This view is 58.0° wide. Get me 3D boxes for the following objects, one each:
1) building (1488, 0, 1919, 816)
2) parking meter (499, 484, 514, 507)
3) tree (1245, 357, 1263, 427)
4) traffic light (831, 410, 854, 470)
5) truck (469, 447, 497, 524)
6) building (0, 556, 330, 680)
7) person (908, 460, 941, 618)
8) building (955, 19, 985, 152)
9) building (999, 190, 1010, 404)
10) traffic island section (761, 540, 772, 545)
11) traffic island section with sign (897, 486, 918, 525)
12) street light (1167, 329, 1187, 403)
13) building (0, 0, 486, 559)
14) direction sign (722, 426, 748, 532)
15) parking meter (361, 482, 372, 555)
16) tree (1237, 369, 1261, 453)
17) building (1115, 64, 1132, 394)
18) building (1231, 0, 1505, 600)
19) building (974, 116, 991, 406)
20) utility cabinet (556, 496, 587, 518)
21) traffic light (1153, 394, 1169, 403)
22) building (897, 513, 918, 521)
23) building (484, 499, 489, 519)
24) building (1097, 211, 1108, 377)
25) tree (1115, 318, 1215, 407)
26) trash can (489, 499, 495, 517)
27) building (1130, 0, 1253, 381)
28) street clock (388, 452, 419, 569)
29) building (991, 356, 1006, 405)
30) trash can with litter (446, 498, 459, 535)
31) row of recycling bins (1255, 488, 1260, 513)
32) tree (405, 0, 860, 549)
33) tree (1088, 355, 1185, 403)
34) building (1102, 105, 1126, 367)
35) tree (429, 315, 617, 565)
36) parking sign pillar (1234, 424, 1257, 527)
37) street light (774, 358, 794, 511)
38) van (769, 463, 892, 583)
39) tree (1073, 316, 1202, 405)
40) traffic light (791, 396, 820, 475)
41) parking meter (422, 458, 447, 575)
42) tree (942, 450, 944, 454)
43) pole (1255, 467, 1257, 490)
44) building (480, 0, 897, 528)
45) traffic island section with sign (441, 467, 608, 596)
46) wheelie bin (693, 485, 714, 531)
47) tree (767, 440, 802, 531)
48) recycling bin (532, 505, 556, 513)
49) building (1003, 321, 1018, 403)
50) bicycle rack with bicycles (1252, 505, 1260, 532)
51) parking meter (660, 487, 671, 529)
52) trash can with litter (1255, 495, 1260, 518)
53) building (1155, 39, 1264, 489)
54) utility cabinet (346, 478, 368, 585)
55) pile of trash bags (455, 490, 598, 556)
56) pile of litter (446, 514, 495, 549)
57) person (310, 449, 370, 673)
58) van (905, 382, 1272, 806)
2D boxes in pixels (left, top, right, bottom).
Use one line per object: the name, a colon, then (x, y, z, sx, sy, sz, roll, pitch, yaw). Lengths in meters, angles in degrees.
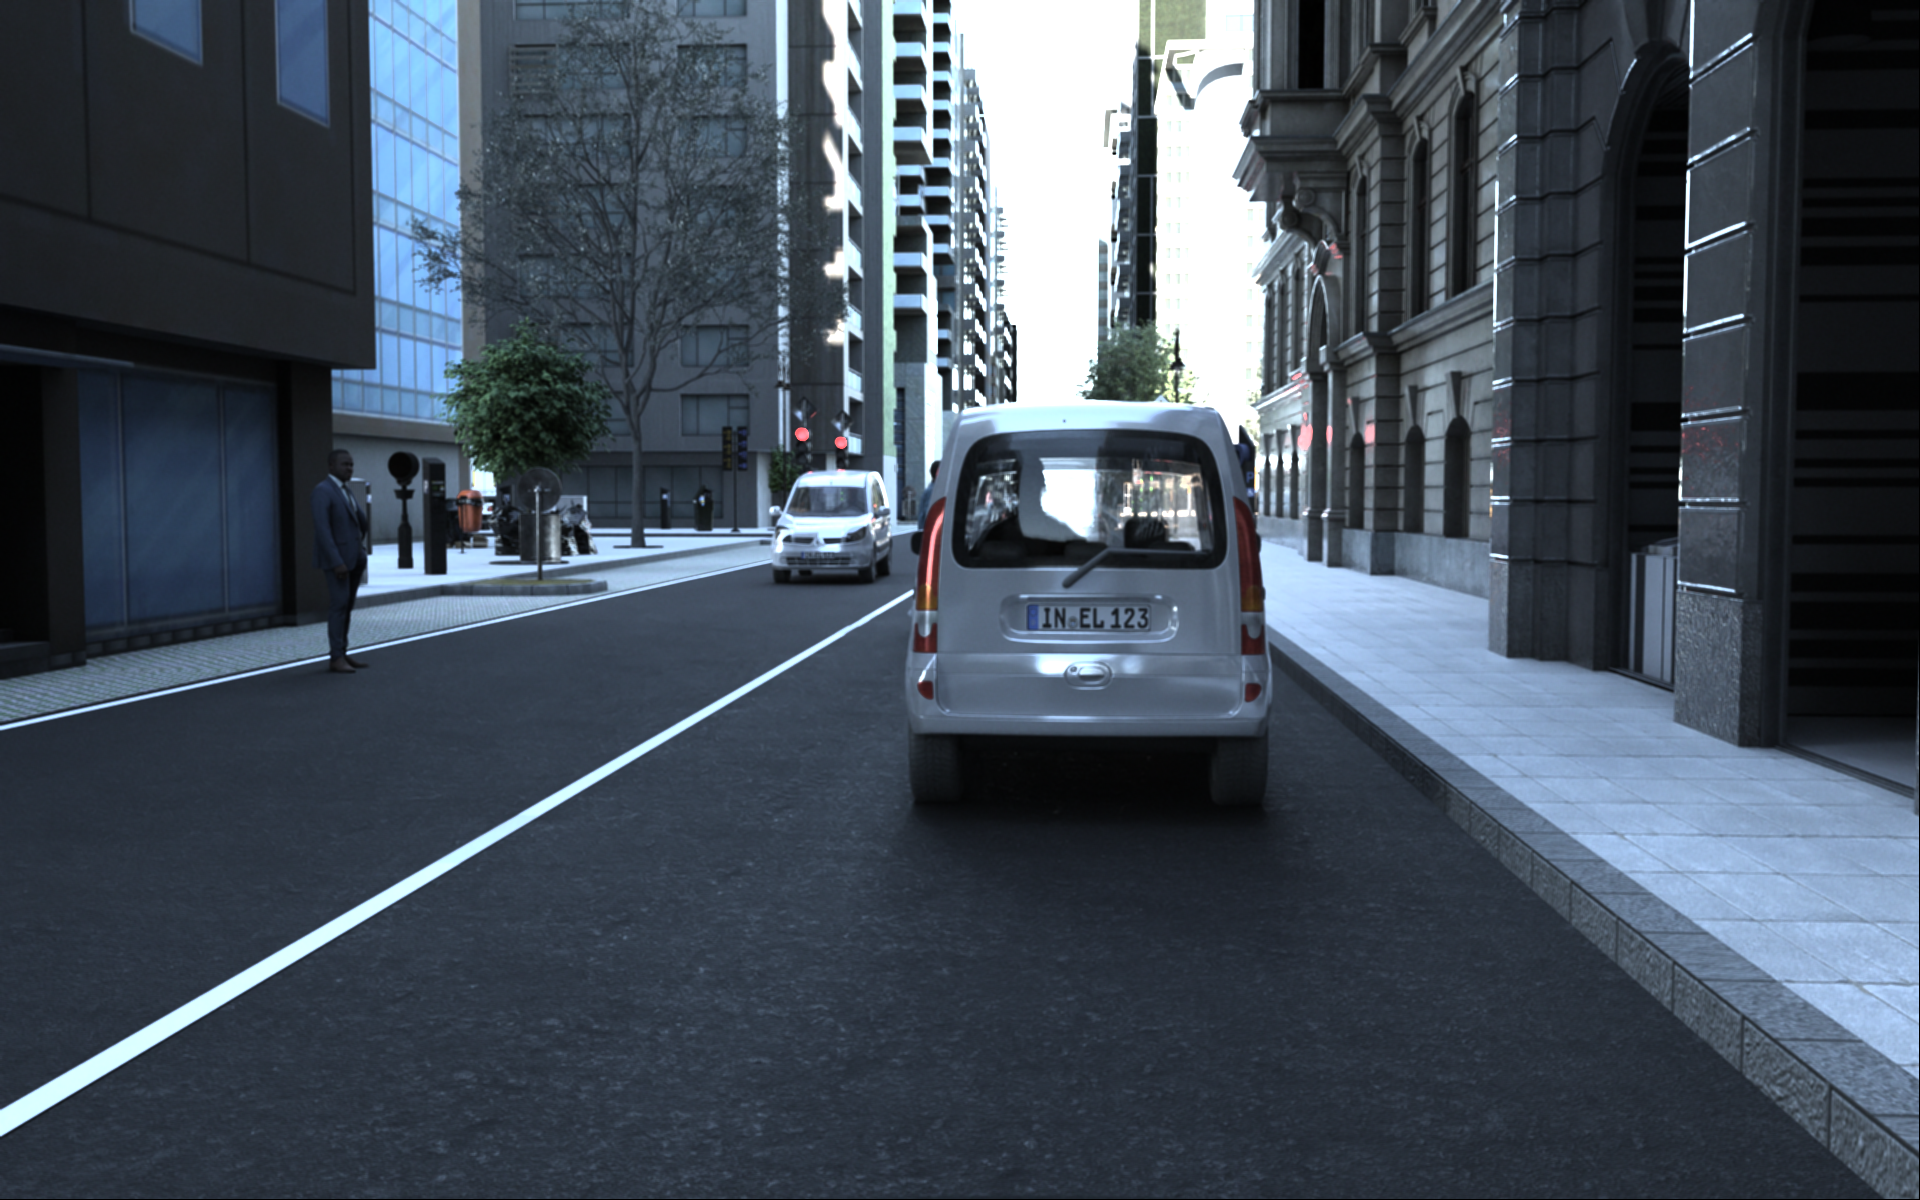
building: (9.373, -9.775, 1.628, 13.314, 21.916, 24.055, 0, 4, 4)
parking meter: (-11.701, -2.221, 44.731, 0.372, 1.533, 0.369, 0, 3, 0)
tree: (17.097, -8.385, 87.463, 4.737, 8.622, 4.395, 0, 3, 0)
traffic light: (-3.888, -4.199, 57.573, 0.839, 4.253, 0.868, 0, 4, 4)
truck: (-20.416, -3.999, 54.294, 11.283, 4.237, 2.839, 0, 4, 3)
building: (-14.041, -22.132, 11.961, 14.600, 45.320, 14.200, 0, 4, 4)
person: (-0.324, -0.572, 18.199, 0.444, 1.785, 0.601, 0, 4, 2)
building: (-8.916, -34.240, 179.440, 23.786, 49.044, 30.456, 0, 4, 4)
building: (-3.865, -39.225, 260.932, 23.786, 49.044, 30.456, 0, 4, 4)
traffic island section: (-4.484, -1.680, 49.745, 2.009, 0.180, 2.903, 0, 4, 4)
traffic island section with sign: (-2.334, -4.400, 80.560, 1.989, 1.847, 2.006, 0, 4, 4)
street light: (6.059, -4.632, 48.527, 0.468, 5.910, 1.993, 0, 4, 4)
building: (-21.273, -24.006, 42.616, 14.200, 45.320, 14.600, 0, 4, 4)
direction sign: (-7.546, -4.045, 58.132, 0.876, 3.537, 0.379, 1, 4, 13)
parking meter: (-12.585, -1.716, 36.463, 0.372, 1.533, 0.369, 0, 3, 0)
tree: (18.142, -9.260, 101.757, 4.360, 8.622, 3.978, 0, 3, 0)
building: (28.411, -34.926, 190.640, 23.786, 49.044, 30.456, 0, 4, 4)
building: (12.310, -12.946, 30.745, 14.460, 24.649, 34.723, 0, 4, 4)
building: (-3.616, -33.726, 201.525, 14.600, 45.320, 14.200, 0, 4, 4)
utility cabinet: (-13.151, -2.902, 58.601, 1.020, 1.237, 0.306, 1, 4, 13)
traffic light: (5.643, -3.670, 48.921, 0.839, 4.253, 0.868, 0, 4, 4)
building: (-11.773, -48.081, 98.799, 22.319, 86.520, 31.000, 0, 4, 4)
building: (-34.873, -25.365, 69.337, 28.867, 44.769, 22.147, 0, 4, 4)
building: (26.875, -34.729, 251.407, 14.154, 41.232, 14.086, 0, 4, 4)
tree: (8.378, -7.457, 72.277, 4.737, 8.622, 4.395, 0, 3, 0)
trash can: (-22.638, -4.415, 83.831, 0.748, 1.137, 0.748, 0, 3, 0)
building: (24.593, -44.430, 164.683, 20.563, 71.187, 20.611, 0, 4, 4)
street clock: (-9.551, -1.542, 29.781, 0.471, 2.002, 0.358, 1, 4, 13)
building: (-8.314, -23.643, 231.600, 27.650, 21.520, 28.899, 0, 4, 4)
trash can with litter: (-13.250, -2.081, 45.419, 0.624, 1.170, 1.055, -1, 4, -19)
row of recycling bins: (20.619, -6.721, 117.007, 3.534, 1.692, 1.069, 2, 4, 30)
tree: (-7.654, -7.972, 40.710, 12.009, 13.543, 11.850, 0, 3, 0)
tree: (11.881, -11.051, 115.101, 8.767, 10.594, 7.601, 0, 4, -1)
building: (33.271, -39.177, 229.780, 28.713, 52.752, 27.495, 0, 4, 4)
tree: (-8.055, -2.947, 31.902, 4.285, 4.588, 4.351, 0, 3, 0)
parking sign pillar: (10.881, -4.772, 66.491, 1.447, 3.967, 1.447, -1, 4, -15)
street light: (-5.887, -5.219, 58.119, 0.468, 5.910, 1.993, 0, 4, 4)
van: (-2.126, -1.364, 29.309, 2.013, 2.044, 4.112, 0, 4, 3)
tree: (12.607, -13.370, 125.250, 9.857, 13.997, 8.962, 0, 3, 0)
traffic light: (-4.445, -3.712, 49.607, 0.839, 4.253, 0.868, 0, 4, 4)
parking meter: (-8.375, -1.340, 27.612, 0.255, 1.863, 0.399, -3, 4, -37)
tree: (-1.103, -8.859, 128.559, 4.285, 4.588, 4.351, 0, 3, 0)
pole: (22.228, -8.357, 130.487, 0.158, 3.312, 0.155, 0, 3, 0)
building: (-10.294, -23.604, 69.518, 14.154, 41.232, 14.086, 0, 4, 4)
traffic island section with sign: (-6.220, -1.008, 25.105, 1.989, 1.847, 2.006, 0, 4, 4)
wheelie bin: (-8.820, -3.167, 59.690, 0.693, 1.594, 0.980, -1, 4, -18)
tree: (-6.336, -4.046, 60.746, 1.663, 3.219, 1.824, 0, 3, 0)
recycling bin: (-14.209, -2.836, 58.918, 0.722, 1.027, 0.722, 2, 4, 25)
building: (2.234, -31.295, 283.368, 14.160, 30.474, 14.107, 0, 4, 4)
bicycle rack with bicycles: (9.751, -2.670, 57.038, 2.925, 0.926, 2.852, -1, 4, -21)
parking meter: (-10.750, -3.355, 63.268, 0.372, 1.533, 0.369, 0, 3, 0)
trash can with litter: (15.976, -4.956, 92.088, 1.678, 1.210, 2.233, 1, 4, 10)
building: (28.898, -27.592, 143.014, 32.217, 40.220, 23.993, 0, 4, 4)
utility cabinet: (-8.806, -0.932, 23.909, 1.173, 1.500, 0.318, -3, 5, -44)
pile of trash bags: (-9.376, -1.659, 36.884, 3.447, 1.369, 1.912, 2, 4, 27)
pile of litter: (-11.719, -1.663, 41.147, 1.719, 0.858, 1.176, -1, 4, -12)
person: (-5.077, -0.335, 14.167, 0.419, 1.800, 0.721, 0, 4, -3)
van: (0.678, -0.145, 9.377, 2.013, 2.044, 4.112, 0, 4, 4)
